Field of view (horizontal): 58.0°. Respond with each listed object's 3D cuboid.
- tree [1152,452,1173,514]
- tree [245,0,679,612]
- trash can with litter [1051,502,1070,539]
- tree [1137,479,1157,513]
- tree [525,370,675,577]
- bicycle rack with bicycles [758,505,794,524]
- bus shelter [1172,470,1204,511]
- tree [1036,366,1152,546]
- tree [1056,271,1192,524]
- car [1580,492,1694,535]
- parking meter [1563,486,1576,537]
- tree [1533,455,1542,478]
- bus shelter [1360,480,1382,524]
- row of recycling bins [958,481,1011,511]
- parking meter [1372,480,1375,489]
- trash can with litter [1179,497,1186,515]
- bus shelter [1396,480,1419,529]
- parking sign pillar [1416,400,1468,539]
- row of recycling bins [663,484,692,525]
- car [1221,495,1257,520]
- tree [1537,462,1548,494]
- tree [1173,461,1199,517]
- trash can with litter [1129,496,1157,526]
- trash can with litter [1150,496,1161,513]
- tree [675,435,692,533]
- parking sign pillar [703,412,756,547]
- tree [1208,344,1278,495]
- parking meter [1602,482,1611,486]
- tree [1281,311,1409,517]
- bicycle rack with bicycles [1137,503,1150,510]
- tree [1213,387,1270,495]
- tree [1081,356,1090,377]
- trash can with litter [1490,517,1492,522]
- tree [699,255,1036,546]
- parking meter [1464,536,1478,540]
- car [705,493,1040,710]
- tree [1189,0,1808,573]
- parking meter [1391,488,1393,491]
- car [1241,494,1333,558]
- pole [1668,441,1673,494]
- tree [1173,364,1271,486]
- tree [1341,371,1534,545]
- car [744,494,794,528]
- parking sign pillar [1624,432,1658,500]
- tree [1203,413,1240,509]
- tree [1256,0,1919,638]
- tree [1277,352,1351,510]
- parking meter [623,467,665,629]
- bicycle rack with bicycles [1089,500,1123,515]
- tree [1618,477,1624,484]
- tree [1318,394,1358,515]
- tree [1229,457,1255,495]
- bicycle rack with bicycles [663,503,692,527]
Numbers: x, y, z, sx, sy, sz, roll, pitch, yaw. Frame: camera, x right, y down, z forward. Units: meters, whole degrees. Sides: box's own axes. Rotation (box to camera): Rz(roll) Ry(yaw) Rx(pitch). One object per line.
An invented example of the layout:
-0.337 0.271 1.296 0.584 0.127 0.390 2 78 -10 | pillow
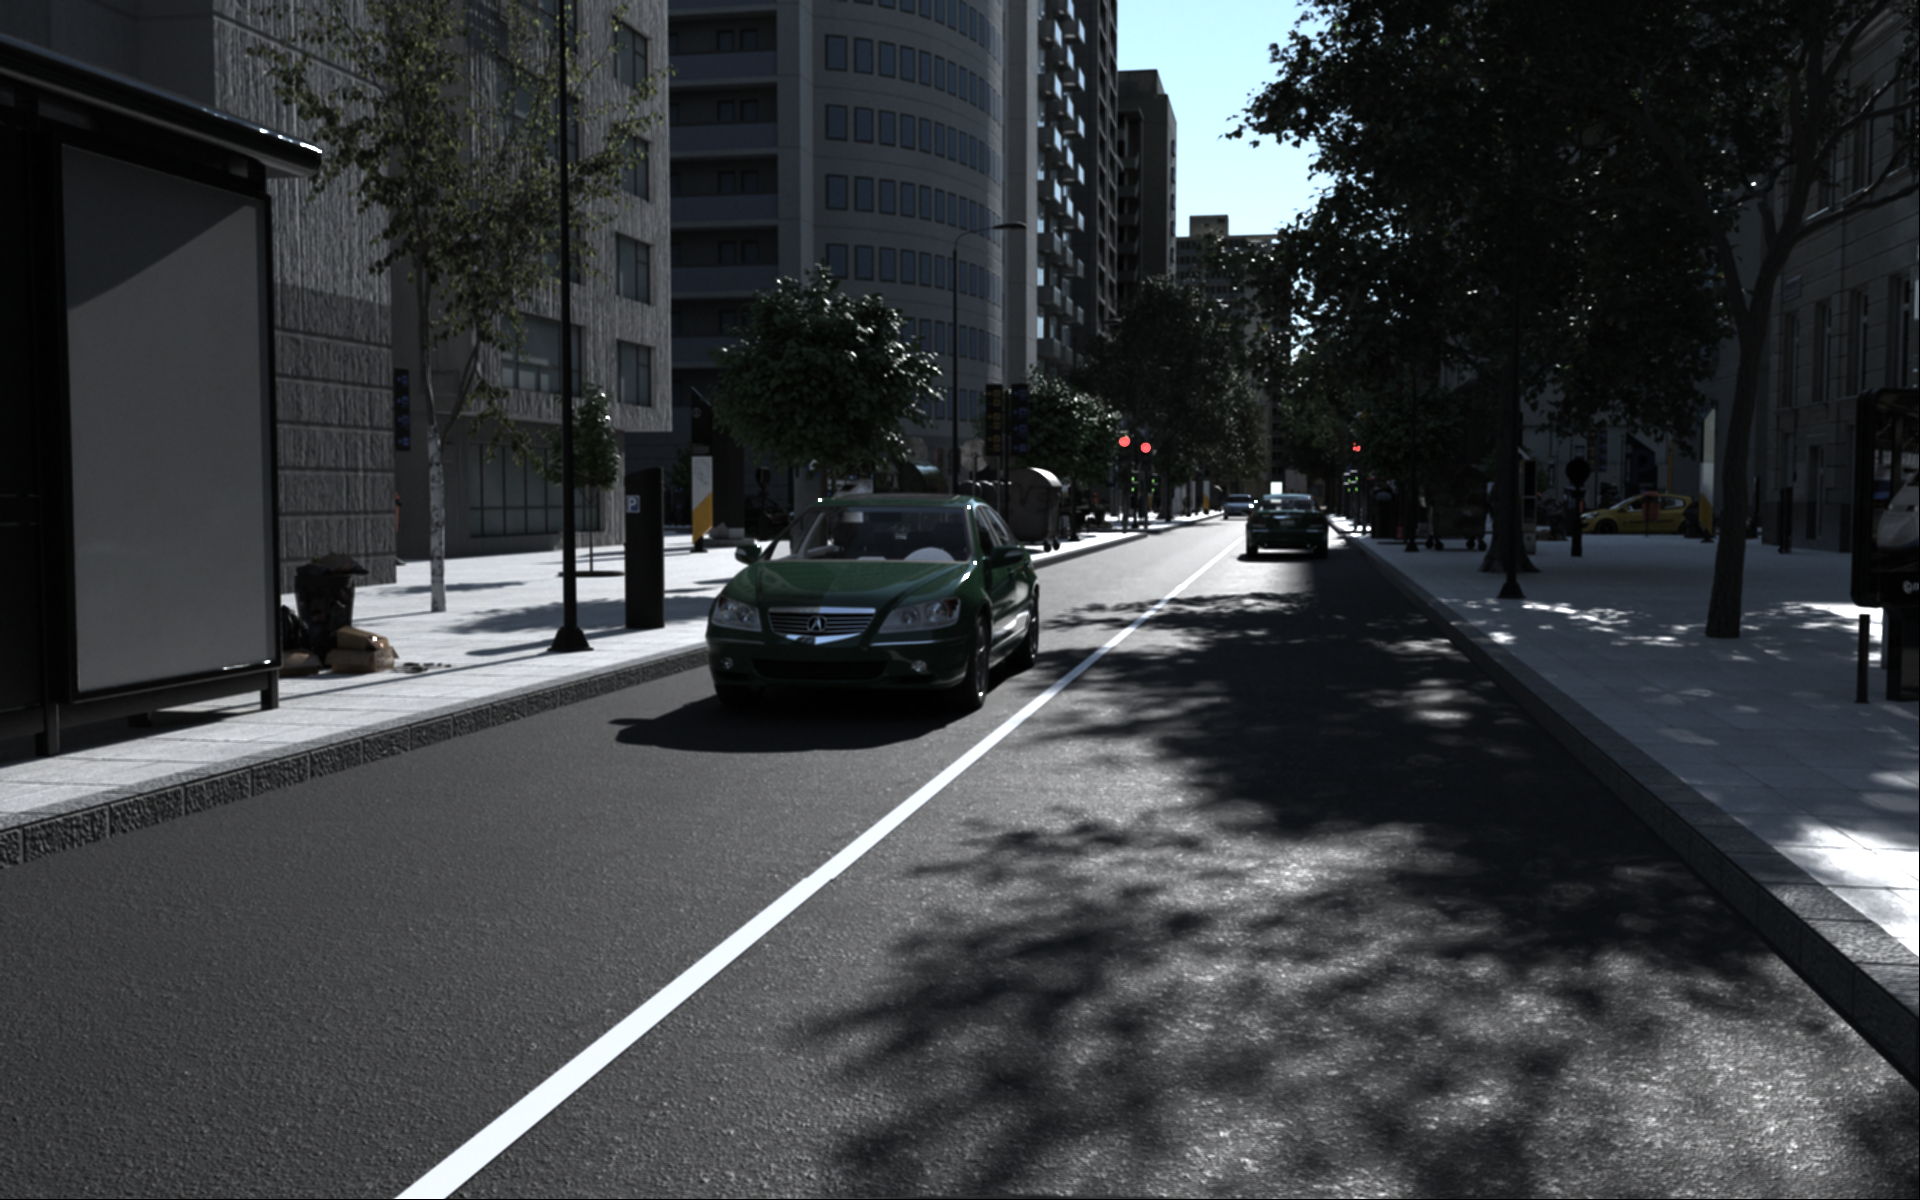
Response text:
3.512 -4.206 52.475 4.285 4.588 4.351 0 3 0 | tree
-5.459 -4.176 18.638 4.360 8.622 3.978 0 3 0 | tree
2.705 -2.327 49.440 0.624 1.170 1.055 2 4 31 | trash can with litter
12.459 -7.531 117.738 1.663 3.219 1.824 0 3 0 | tree
-5.780 -2.001 27.315 1.663 3.219 1.824 0 3 0 | tree
-4.866 -2.679 57.189 2.925 0.926 2.852 3 5 42 | bicycle rack with bicycles
14.725 -7.256 112.552 2.014 3.302 5.546 1 4 11 | bus shelter
1.900 -3.658 43.528 4.285 4.588 4.351 0 3 0 | tree
7.225 -8.467 72.842 7.601 10.594 8.767 3 5 40 | tree
22.506 -2.878 57.282 3.980 1.641 2.015 1 4 11 | car
18.373 -2.676 52.161 0.372 1.533 0.369 0 3 0 | parking meter
31.543 -7.059 99.120 4.285 4.588 4.351 0 3 0 | tree
19.174 -6.186 78.773 2.179 5.291 8.768 1 4 11 | bus shelter
0.895 -2.947 55.292 1.069 1.692 3.534 2 4 26 | row of recycling bins
17.066 -3.983 70.833 0.399 1.863 0.255 -3 5 -42 | parking meter
13.805 -5.813 106.437 0.624 1.170 1.055 -2 4 -28 | trash can with litter
16.968 -4.484 64.595 1.731 3.624 6.357 1 4 11 | bus shelter
13.851 -3.744 49.680 1.447 3.967 1.447 1 4 11 | parking sign pillar
-11.070 -3.928 71.330 3.534 1.692 1.069 1 4 18 | row of recycling bins
15.846 -5.276 98.266 2.014 1.417 4.499 1 4 9 | car
34.725 -6.683 103.868 1.663 3.219 1.824 0 3 0 | tree
12.072 -7.084 99.536 4.285 4.588 4.351 0 3 0 | tree
7.198 -3.637 70.523 1.678 1.210 2.233 1 4 17 | trash can with litter
13.137 -6.311 114.580 1.055 1.170 0.624 -3 5 -39 | trash can with litter
-9.002 -3.817 57.008 1.663 3.219 1.824 0 3 0 | tree
-5.747 -3.308 42.553 1.447 3.967 1.447 -2 4 -30 | parking sign pillar
33.501 -21.931 214.466 12.611 20.169 13.585 0 3 0 | tree
31.579 -4.824 84.587 0.399 1.863 0.255 3 4 38 | parking meter
21.767 -10.533 97.971 9.928 11.665 9.643 0 3 0 | tree
12.556 -6.876 125.800 2.925 0.926 2.852 -2 4 -26 | bicycle rack with bicycles
28.685 -16.108 181.496 7.486 12.596 7.792 0 3 0 | tree
10.349 -10.446 87.799 9.611 12.733 9.660 0 3 0 | tree
25.194 -4.234 80.284 1.678 1.210 2.233 -1 4 -9 | trash can with litter
-1.867 -2.458 23.904 4.285 4.588 4.351 0 3 0 | tree
14.391 -2.633 48.760 0.399 1.863 0.255 1 4 10 | parking meter
-0.494 -0.082 13.146 2.131 1.459 4.920 1 4 10 | car
8.937 -6.795 28.113 9.611 12.733 9.660 0 3 0 | tree
17.243 -3.752 69.753 0.372 1.533 0.369 0 3 0 | parking meter
7.596 -1.742 40.282 2.131 1.459 4.920 1 4 10 | car
27.372 -4.460 66.769 0.158 3.312 0.155 0 3 0 | pole
23.186 -15.287 156.601 9.857 13.997 8.962 0 3 0 | tree
11.403 -3.714 44.430 4.285 4.588 4.351 0 3 0 | tree
-7.484 -3.249 62.908 4.222 1.686 2.009 1 4 10 | car
29.681 -5.321 75.475 1.447 3.967 1.447 0 4 -6 | parking sign pillar
20.219 -11.432 137.271 4.737 8.622 4.395 0 3 0 | tree
6.743 -4.921 14.874 8.767 10.594 7.601 1 4 12 | tree
30.389 -14.363 141.485 9.857 13.997 8.962 0 3 0 | tree
-3.023 -0.500 16.588 0.372 1.533 0.369 0 3 0 | parking meter
7.699 -5.556 104.217 2.852 0.926 2.925 -2 4 -24 | bicycle rack with bicycles
40.837 -6.712 104.340 1.663 3.219 1.824 0 3 0 | tree
23.880 -9.550 106.497 4.360 8.622 3.978 0 3 0 | tree
32.013 -15.311 200.697 4.360 8.622 3.978 0 3 0 | tree
-11.885 -3.402 69.002 2.852 0.926 2.925 0 4 1 | bicycle rack with bicycles
